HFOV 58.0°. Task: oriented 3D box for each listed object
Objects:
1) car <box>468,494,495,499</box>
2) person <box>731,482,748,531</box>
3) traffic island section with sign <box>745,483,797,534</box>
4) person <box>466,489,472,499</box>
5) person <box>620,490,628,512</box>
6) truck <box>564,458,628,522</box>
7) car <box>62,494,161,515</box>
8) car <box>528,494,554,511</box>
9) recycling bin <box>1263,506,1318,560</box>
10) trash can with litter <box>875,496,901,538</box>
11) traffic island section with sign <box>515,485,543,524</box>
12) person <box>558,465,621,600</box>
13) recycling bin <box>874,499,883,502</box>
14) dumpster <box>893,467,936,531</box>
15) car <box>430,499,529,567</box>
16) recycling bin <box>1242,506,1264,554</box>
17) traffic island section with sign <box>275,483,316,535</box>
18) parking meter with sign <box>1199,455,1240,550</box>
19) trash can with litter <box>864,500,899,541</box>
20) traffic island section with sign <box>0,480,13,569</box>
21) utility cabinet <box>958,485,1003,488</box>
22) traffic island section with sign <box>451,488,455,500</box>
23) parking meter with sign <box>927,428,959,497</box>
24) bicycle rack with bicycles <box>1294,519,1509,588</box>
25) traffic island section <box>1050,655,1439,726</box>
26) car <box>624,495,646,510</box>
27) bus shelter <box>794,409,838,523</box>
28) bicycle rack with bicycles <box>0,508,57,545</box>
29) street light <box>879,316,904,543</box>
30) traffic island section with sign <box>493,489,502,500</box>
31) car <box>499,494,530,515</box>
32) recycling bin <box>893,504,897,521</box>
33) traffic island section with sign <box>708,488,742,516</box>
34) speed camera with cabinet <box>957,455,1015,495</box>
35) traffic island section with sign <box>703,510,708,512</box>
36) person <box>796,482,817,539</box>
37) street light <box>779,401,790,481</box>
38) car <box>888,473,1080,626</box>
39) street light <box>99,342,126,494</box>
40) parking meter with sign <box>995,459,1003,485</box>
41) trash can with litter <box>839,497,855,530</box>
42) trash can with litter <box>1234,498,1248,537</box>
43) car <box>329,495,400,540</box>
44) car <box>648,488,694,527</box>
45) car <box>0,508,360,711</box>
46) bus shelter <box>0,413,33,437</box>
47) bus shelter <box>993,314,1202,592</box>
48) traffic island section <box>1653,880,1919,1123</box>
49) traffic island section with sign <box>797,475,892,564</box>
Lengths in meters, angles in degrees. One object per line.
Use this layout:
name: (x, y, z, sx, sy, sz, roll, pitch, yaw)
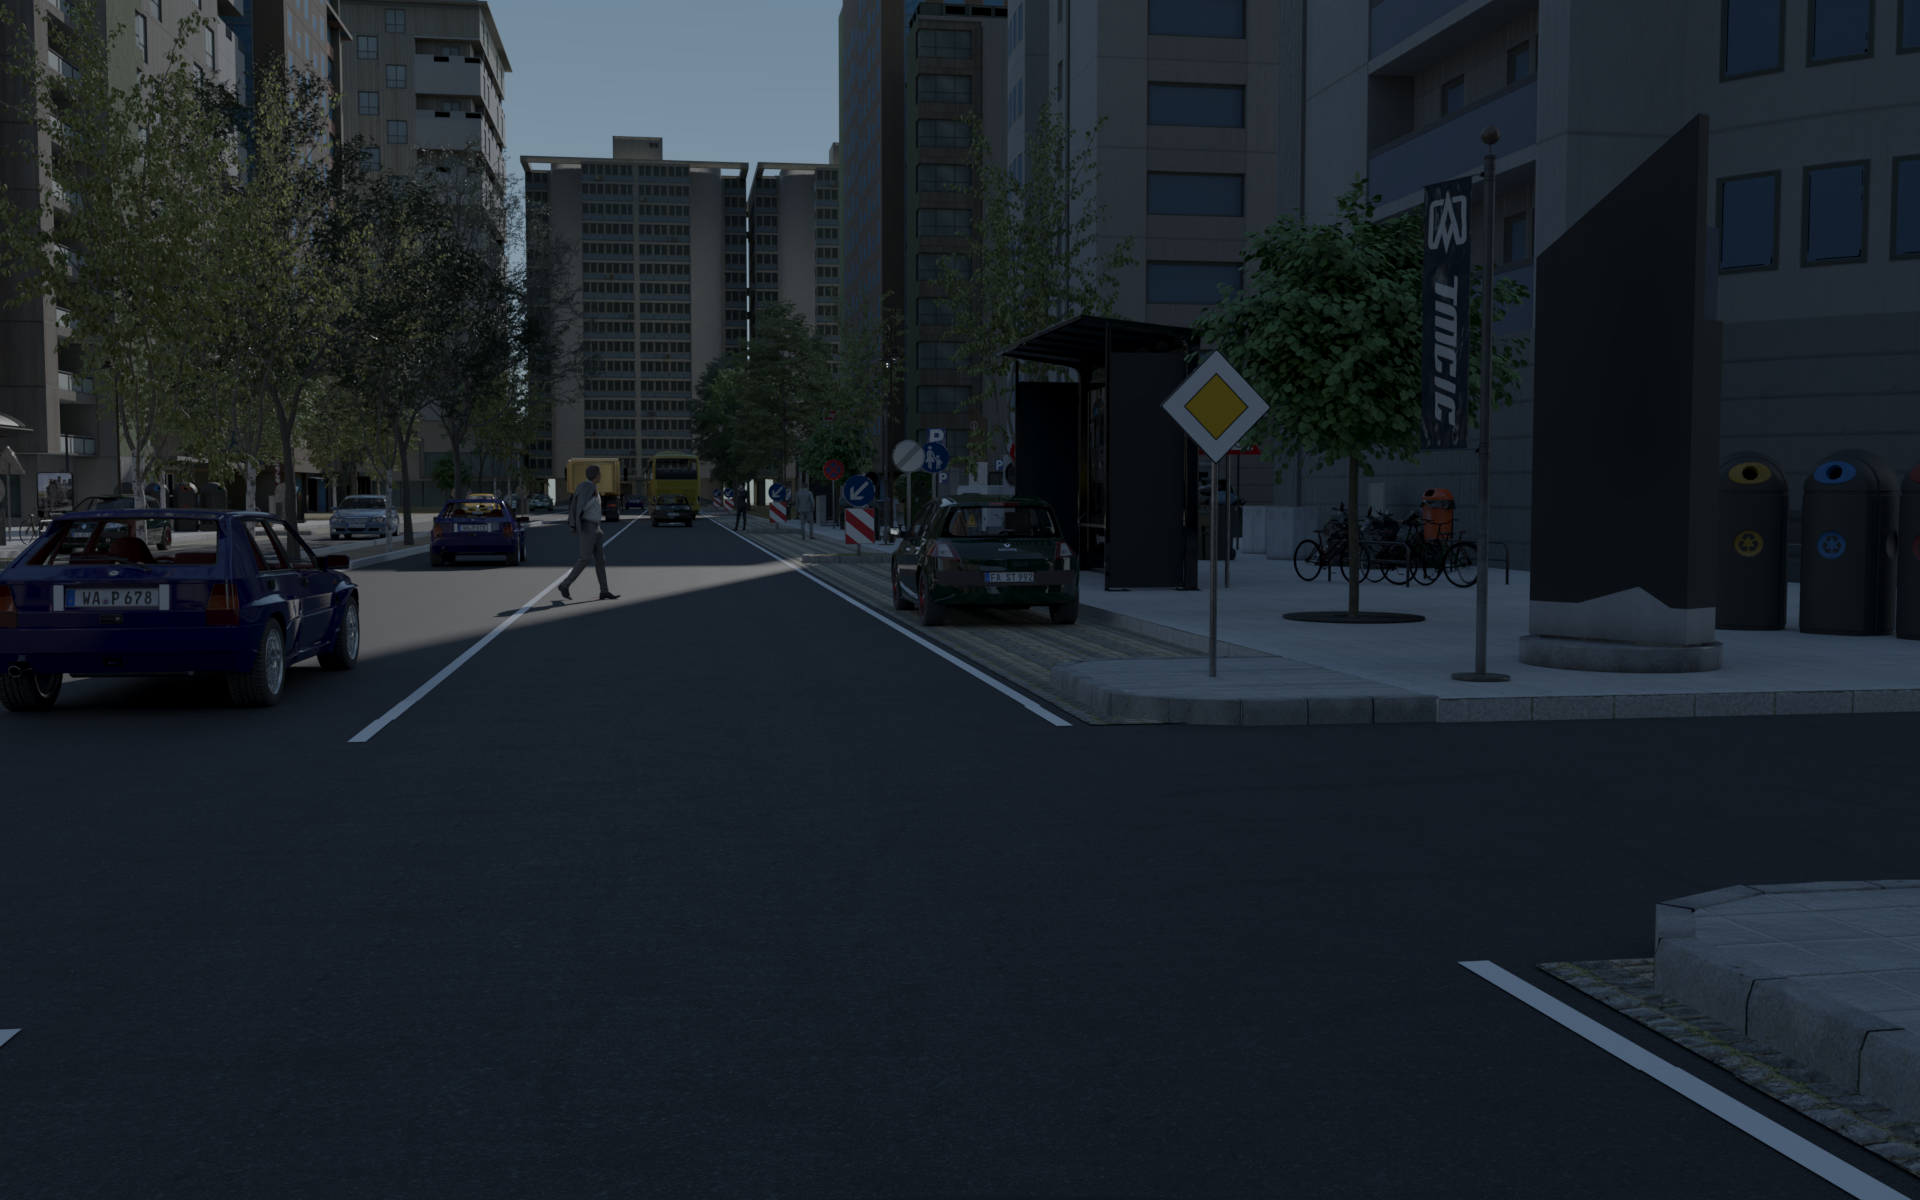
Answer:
car: (-25.372, -4.991, 91.822, 2.015, 1.641, 3.980, -1, 4, -10)
person: (-8.547, -3.643, 67.423, 0.648, 1.900, 0.474, 3, 5, 40)
traffic island section with sign: (-6.791, -3.326, 63.008, 1.989, 1.847, 2.006, -1, 4, -10)
person: (-31.683, -6.282, 111.877, 0.621, 1.740, 0.551, -1, 4, -15)
person: (-26.887, -7.842, 137.233, 1.217, 1.766, 0.721, -3, 4, -36)
truck: (-19.478, -5.905, 92.469, 3.469, 3.379, 9.791, -1, 4, -11)
car: (-20.747, -1.999, 42.464, 2.009, 1.686, 4.222, 0, 4, -8)
car: (-35.117, -8.156, 145.155, 2.131, 1.459, 4.920, -1, 4, -10)
recycling bin: (6.493, -1.304, 33.881, 0.722, 1.027, 0.722, -2, 4, -34)
trash can with litter: (-1.815, -2.401, 50.311, 2.233, 1.210, 1.678, -1, 4, -20)
traffic island section with sign: (-21.311, -4.648, 84.139, 2.006, 1.907, 1.989, -1, 4, -10)
person: (-5.040, -0.910, 23.484, 0.850, 1.850, 0.679, 0, 4, 0)
recycling bin: (-3.675, -3.842, 75.366, 0.722, 1.027, 0.722, -1, 4, -22)
dumpster: (-1.303, -3.127, 53.627, 1.502, 2.255, 1.985, -1, 4, -9)
car: (-9.903, -1.416, 35.725, 1.945, 1.354, 3.894, -1, 4, -11)
recycling bin: (6.569, -1.510, 37.249, 0.722, 1.027, 0.722, -2, 4, -33)
traffic island section with sign: (-23.539, -3.157, 60.250, 1.989, 1.847, 2.006, -1, 4, -10)
parking meter with sign: (5.559, -2.656, 39.683, 1.738, 3.016, 0.543, 0, 4, -5)
trash can with litter: (-2.179, -2.213, 47.576, 1.055, 1.170, 0.624, 1, 4, 20)
traffic island section with sign: (-19.043, -1.529, 33.621, 1.989, 1.847, 2.006, -1, 4, -10)
utility cabinet: (0.535, -2.172, 44.195, 1.173, 1.500, 0.318, 0, 4, 1)
traffic island section with sign: (-31.897, -6.186, 109.774, 1.989, 1.847, 2.006, -1, 4, -10)
parking meter with sign: (-0.310, -3.076, 46.550, 0.543, 3.016, 1.738, 1, 4, 21)
bicycle rack with bicycles: (6.535, -0.696, 24.754, 2.852, 0.926, 2.925, -2, 4, -24)
traffic island section: (1.793, 0.618, 12.170, 2.009, 0.180, 2.903, -1, 4, -10)
car: (-29.805, -8.941, 158.766, 1.945, 1.354, 3.894, -1, 4, -9)
bus shelter: (-6.422, -6.236, 79.584, 2.179, 5.291, 8.768, -1, 4, -10)
bicycle rack with bicycles: (-24.336, -1.890, 44.292, 2.852, 0.926, 2.925, 0, 4, -7)
street light: (-1.791, -4.428, 45.180, 0.468, 5.910, 1.993, -1, 4, -10)
traffic island section with sign: (-36.379, -7.812, 136.355, 1.989, 1.847, 2.006, -1, 4, -10)
car: (-31.357, -6.741, 122.010, 2.131, 1.459, 4.920, -1, 4, -11)
recycling bin: (-3.310, -4.350, 83.675, 0.722, 1.027, 0.722, 2, 4, 27)
traffic island section with sign: (-15.148, -6.354, 112.511, 1.989, 1.847, 2.006, -1, 4, -10)
speed camera with cabinet: (0.863, -2.737, 39.082, 2.038, 3.252, 0.660, 3, 5, 41)
traffic island section with sign: (-19.650, -7.979, 139.089, 1.989, 1.847, 2.006, -1, 4, -10)
person: (-4.836, -2.798, 54.346, 0.635, 1.810, 0.391, 0, 4, 6)
street light: (-8.705, -6.933, 86.135, 0.468, 5.910, 1.993, -1, 4, -10)
car: (0.214, -0.635, 20.174, 2.009, 1.686, 4.222, -1, 4, -8)
street light: (-24.095, -4.696, 49.571, 0.468, 5.910, 1.993, -1, 4, -10)
parking meter with sign: (2.501, -5.610, 87.991, 0.543, 3.016, 1.738, 3, 4, 37)
trash can with litter: (-3.992, -3.102, 62.101, 0.624, 1.170, 1.055, -1, 4, -14)
trash can with litter: (8.023, -2.428, 51.085, 0.624, 1.170, 1.055, -2, 4, -26)
car: (-19.225, -2.693, 56.040, 2.014, 1.417, 4.499, -1, 4, -11)
car: (-12.741, -4.082, 76.532, 2.009, 1.686, 4.222, -1, 4, -11)
car: (-5.653, -0.019, 12.883, 1.945, 1.354, 3.894, 0, 4, -8)
bus shelter: (-23.449, -2.820, 40.024, 2.014, 3.302, 5.546, -1, 4, -10)
bus shelter: (1.906, -2.114, 25.849, 1.731, 3.624, 6.357, -1, 4, -10)
traffic island section: (3.123, 1.100, 4.296, 2.009, 0.180, 2.903, -1, 4, -10)
traffic island section with sign: (-2.306, -1.700, 36.427, 1.989, 1.847, 2.006, -1, 4, -10)
